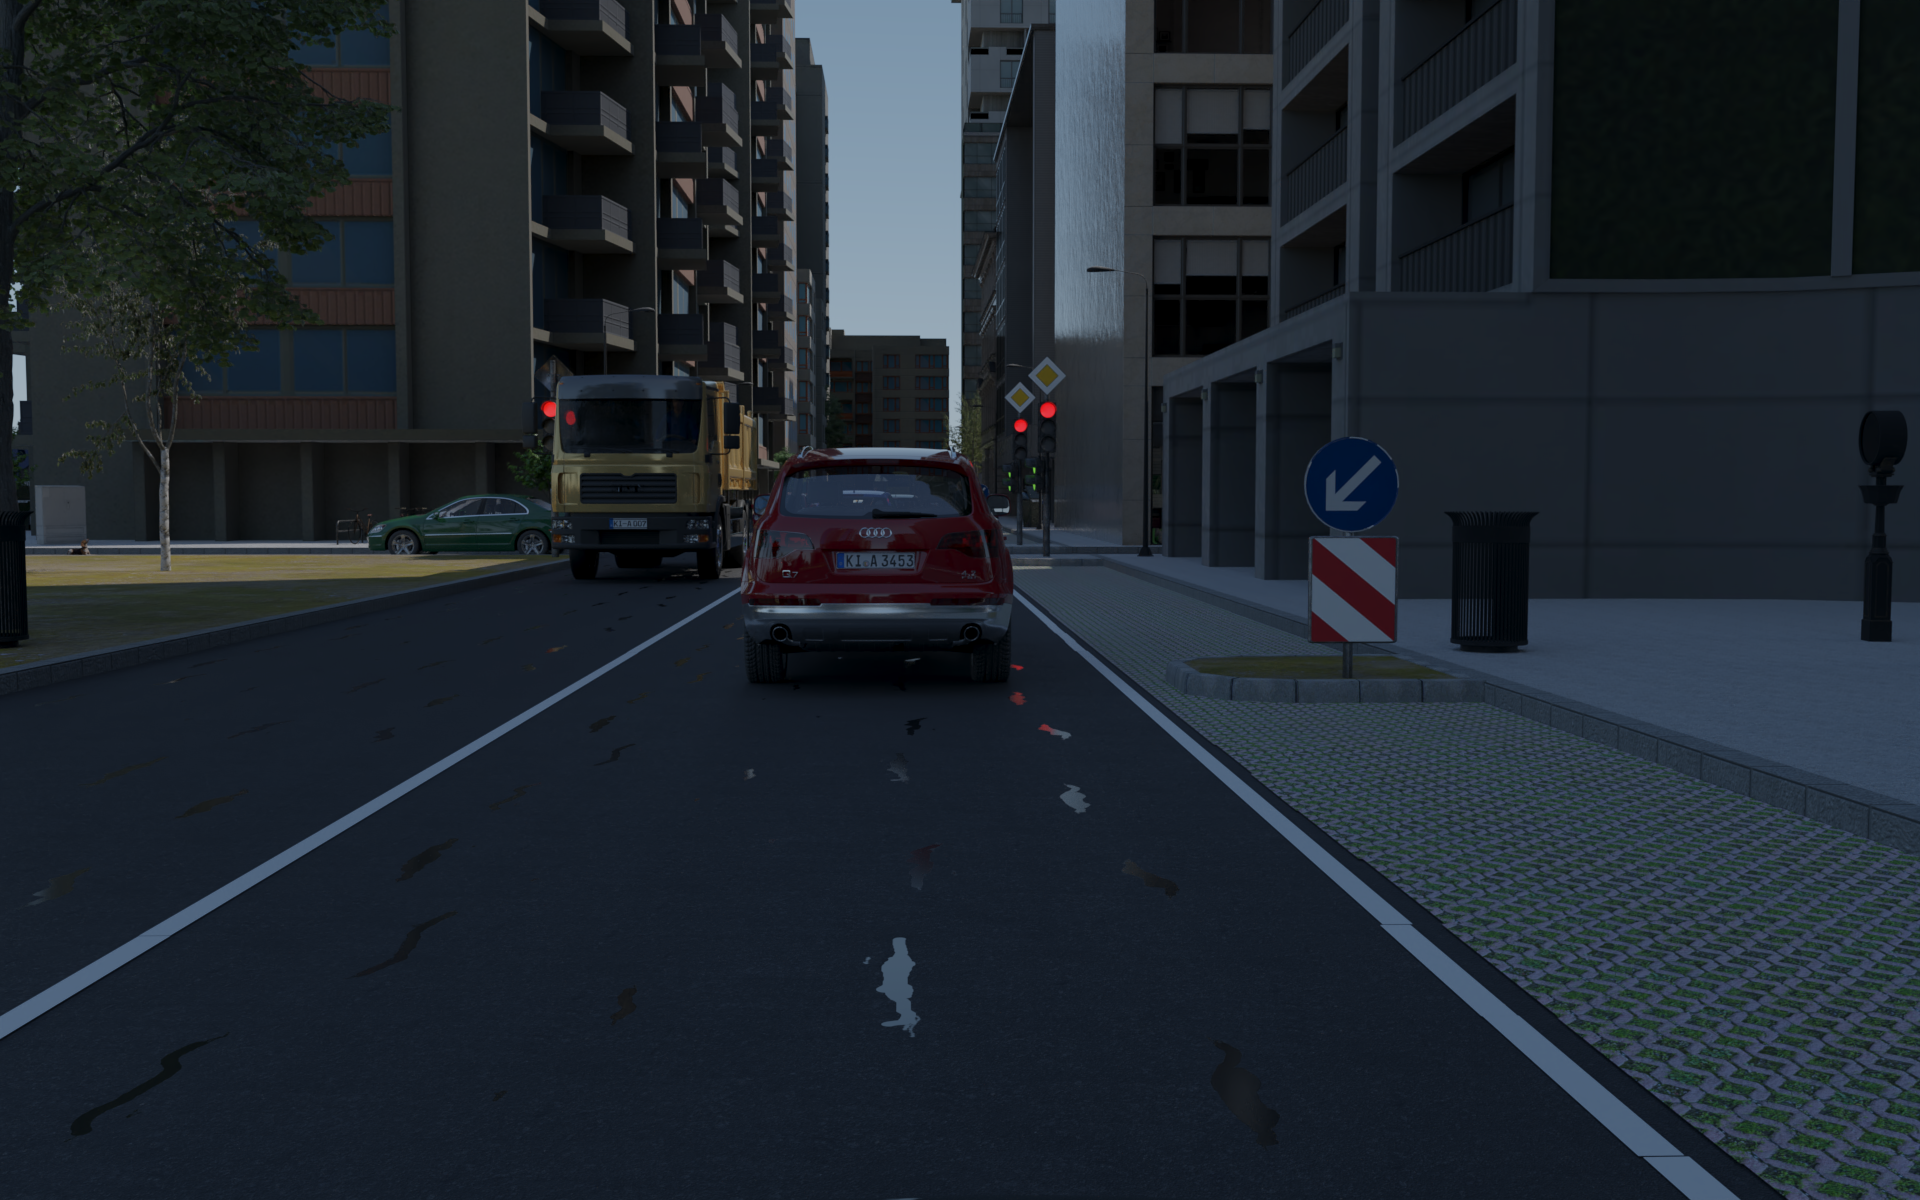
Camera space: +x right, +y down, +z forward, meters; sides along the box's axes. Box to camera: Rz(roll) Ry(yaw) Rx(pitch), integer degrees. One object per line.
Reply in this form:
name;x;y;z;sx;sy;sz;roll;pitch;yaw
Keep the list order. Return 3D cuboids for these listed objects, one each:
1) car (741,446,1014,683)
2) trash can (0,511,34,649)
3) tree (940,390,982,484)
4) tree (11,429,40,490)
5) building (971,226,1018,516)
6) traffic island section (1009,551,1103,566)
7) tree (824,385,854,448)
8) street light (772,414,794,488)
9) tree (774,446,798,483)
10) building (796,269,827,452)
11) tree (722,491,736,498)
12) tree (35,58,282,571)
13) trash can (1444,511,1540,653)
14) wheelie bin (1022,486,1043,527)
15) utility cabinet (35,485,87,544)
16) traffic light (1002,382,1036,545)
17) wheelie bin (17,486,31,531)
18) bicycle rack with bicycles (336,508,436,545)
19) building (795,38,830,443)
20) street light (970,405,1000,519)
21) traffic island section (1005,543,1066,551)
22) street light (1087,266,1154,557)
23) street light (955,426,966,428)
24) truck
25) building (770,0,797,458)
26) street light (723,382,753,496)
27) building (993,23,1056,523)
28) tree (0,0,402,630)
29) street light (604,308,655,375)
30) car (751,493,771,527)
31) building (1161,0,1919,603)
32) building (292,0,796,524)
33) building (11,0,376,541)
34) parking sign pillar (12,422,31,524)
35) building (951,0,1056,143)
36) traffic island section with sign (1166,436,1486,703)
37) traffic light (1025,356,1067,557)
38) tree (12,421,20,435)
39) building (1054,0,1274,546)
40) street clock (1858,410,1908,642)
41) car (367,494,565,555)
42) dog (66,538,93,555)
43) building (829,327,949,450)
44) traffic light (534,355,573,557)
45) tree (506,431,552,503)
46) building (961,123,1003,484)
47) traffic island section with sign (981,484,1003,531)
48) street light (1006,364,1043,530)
car;-0.669;-0.369;14.704;2.281;1.827;5.304;0;4;-2
trash can;-8.145;-0.173;14.479;0.748;1.137;0.748;0;3;0
tree;1.634;-10.792;126.808;4.737;8.622;4.395;0;3;0
tree;-24.353;-2.991;43.508;1.663;3.219;1.824;0;3;0
building;6.380;-14.958;109.191;10.561;19.102;19.286;0;4;-2
traffic island section;1.795;-0.811;35.545;2.009;0.180;2.903;0;4;-2
tree;-13.959;-15.267;167.740;7.486;12.596;7.792;0;3;0
street light;-10.315;-7.834;100.625;1.470;5.913;1.316;0;4;-2
tree;-11.777;-8.146;116.902;4.285;4.588;4.351;0;3;0
building;-25.830;-18.479;147.178;27.650;21.520;28.899;0;4;-2
tree;-10.646;-5.230;80.109;1.663;3.219;1.824;0;3;0
tree;-13.391;-4.805;28.932;4.360;8.622;3.978;0;3;0
trash can;4.335;-0.153;14.163;0.748;1.137;0.748;0;3;0
wheelie bin;2.745;-3.593;66.657;0.980;1.594;0.693;-2;4;-32
utility cabinet;-22.848;-2.162;44.034;0.318;1.500;1.173;2;4;28
traffic light;1.480;-3.333;43.410;0.839;4.253;0.868;0;4;-2
wheelie bin;-32.958;-3.222;60.587;0.980;1.594;0.693;-3;5;-43
bicycle rack with bicycles;-14.655;-1.911;44.632;2.852;0.926;2.925;0;4;2
building;-24.709;-34.139;181.874;21.600;48.544;21.300;0;4;-2
street light;1.344;-7.203;90.311;1.470;5.913;1.316;0;4;-2
traffic island section;1.521;-1.299;43.526;2.009;0.180;2.903;0;4;-2
street light;3.278;-3.849;35.469;1.470;5.913;1.316;0;4;-2
street light;0.365;-8.926;118.480;1.470;5.913;1.316;0;4;-2
truck;-5.352;-2.164;31.304;3.469;3.379;9.791;0;4;-2
building;-19.173;-29.042;124.954;14.600;45.320;14.200;0;4;-2
street light;-9.308;-6.092;72.151;1.470;5.913;1.316;0;4;-2
building;9.515;-16.234;84.488;14.314;24.678;30.058;0;4;-2
tree;-8.930;-6.017;16.502;7.486;12.596;7.792;0;3;0
street light;-8.298;-4.326;43.275;1.470;5.913;1.316;0;4;-2
car;-5.542;-2.802;54.846;2.155;1.783;4.494;0;4;0
building;14.740;-35.815;23.821;20.563;71.187;20.611;0;4;-2
building;-20.789;-27.028;96.526;22.147;44.769;28.867;0;4;-2
building;-19.261;-24.735;59.043;22.147;44.769;28.867;0;4;-2
parking sign pillar;-34.477;-4.630;64.165;1.447;3.967;1.447;2;4;27
building;13.936;-34.857;159.151;28.713;52.752;27.495;0;4;-2
traffic island section with sign;2.576;-0.252;12.746;1.989;1.847;2.006;0;4;-2
traffic light;1.754;-2.845;35.430;0.839;4.253;0.868;0;4;-2
tree;-40.784;-5.608;75.410;4.285;4.588;4.351;0;3;0
building;20.706;-15.167;52.494;34.151;26.468;19.350;0;4;-2
street clock;7.999;-0.642;15.061;0.358;2.002;0.471;0;4;6
car;-10.673;-1.634;38.518;4.920;1.459;2.131;0;4;-1
dog;-20.338;-1.214;40.045;0.550;0.427;0.748;-3;5;-43
building;-16.151;-22.659;215.507;28.899;21.520;27.650;0;4;-2
traffic light;-8.201;-2.823;35.074;0.839;4.253;0.868;0;4;-2
tree;-9.948;-2.895;41.935;1.663;3.219;1.824;0;3;0
building;7.039;-22.410;138.111;14.160;30.474;14.107;0;4;-2
traffic island section with sign;0.673;-3.655;68.395;1.989;1.847;2.006;0;4;-2
street light;2.346;-5.481;62.151;1.470;5.913;1.316;0;4;-2
